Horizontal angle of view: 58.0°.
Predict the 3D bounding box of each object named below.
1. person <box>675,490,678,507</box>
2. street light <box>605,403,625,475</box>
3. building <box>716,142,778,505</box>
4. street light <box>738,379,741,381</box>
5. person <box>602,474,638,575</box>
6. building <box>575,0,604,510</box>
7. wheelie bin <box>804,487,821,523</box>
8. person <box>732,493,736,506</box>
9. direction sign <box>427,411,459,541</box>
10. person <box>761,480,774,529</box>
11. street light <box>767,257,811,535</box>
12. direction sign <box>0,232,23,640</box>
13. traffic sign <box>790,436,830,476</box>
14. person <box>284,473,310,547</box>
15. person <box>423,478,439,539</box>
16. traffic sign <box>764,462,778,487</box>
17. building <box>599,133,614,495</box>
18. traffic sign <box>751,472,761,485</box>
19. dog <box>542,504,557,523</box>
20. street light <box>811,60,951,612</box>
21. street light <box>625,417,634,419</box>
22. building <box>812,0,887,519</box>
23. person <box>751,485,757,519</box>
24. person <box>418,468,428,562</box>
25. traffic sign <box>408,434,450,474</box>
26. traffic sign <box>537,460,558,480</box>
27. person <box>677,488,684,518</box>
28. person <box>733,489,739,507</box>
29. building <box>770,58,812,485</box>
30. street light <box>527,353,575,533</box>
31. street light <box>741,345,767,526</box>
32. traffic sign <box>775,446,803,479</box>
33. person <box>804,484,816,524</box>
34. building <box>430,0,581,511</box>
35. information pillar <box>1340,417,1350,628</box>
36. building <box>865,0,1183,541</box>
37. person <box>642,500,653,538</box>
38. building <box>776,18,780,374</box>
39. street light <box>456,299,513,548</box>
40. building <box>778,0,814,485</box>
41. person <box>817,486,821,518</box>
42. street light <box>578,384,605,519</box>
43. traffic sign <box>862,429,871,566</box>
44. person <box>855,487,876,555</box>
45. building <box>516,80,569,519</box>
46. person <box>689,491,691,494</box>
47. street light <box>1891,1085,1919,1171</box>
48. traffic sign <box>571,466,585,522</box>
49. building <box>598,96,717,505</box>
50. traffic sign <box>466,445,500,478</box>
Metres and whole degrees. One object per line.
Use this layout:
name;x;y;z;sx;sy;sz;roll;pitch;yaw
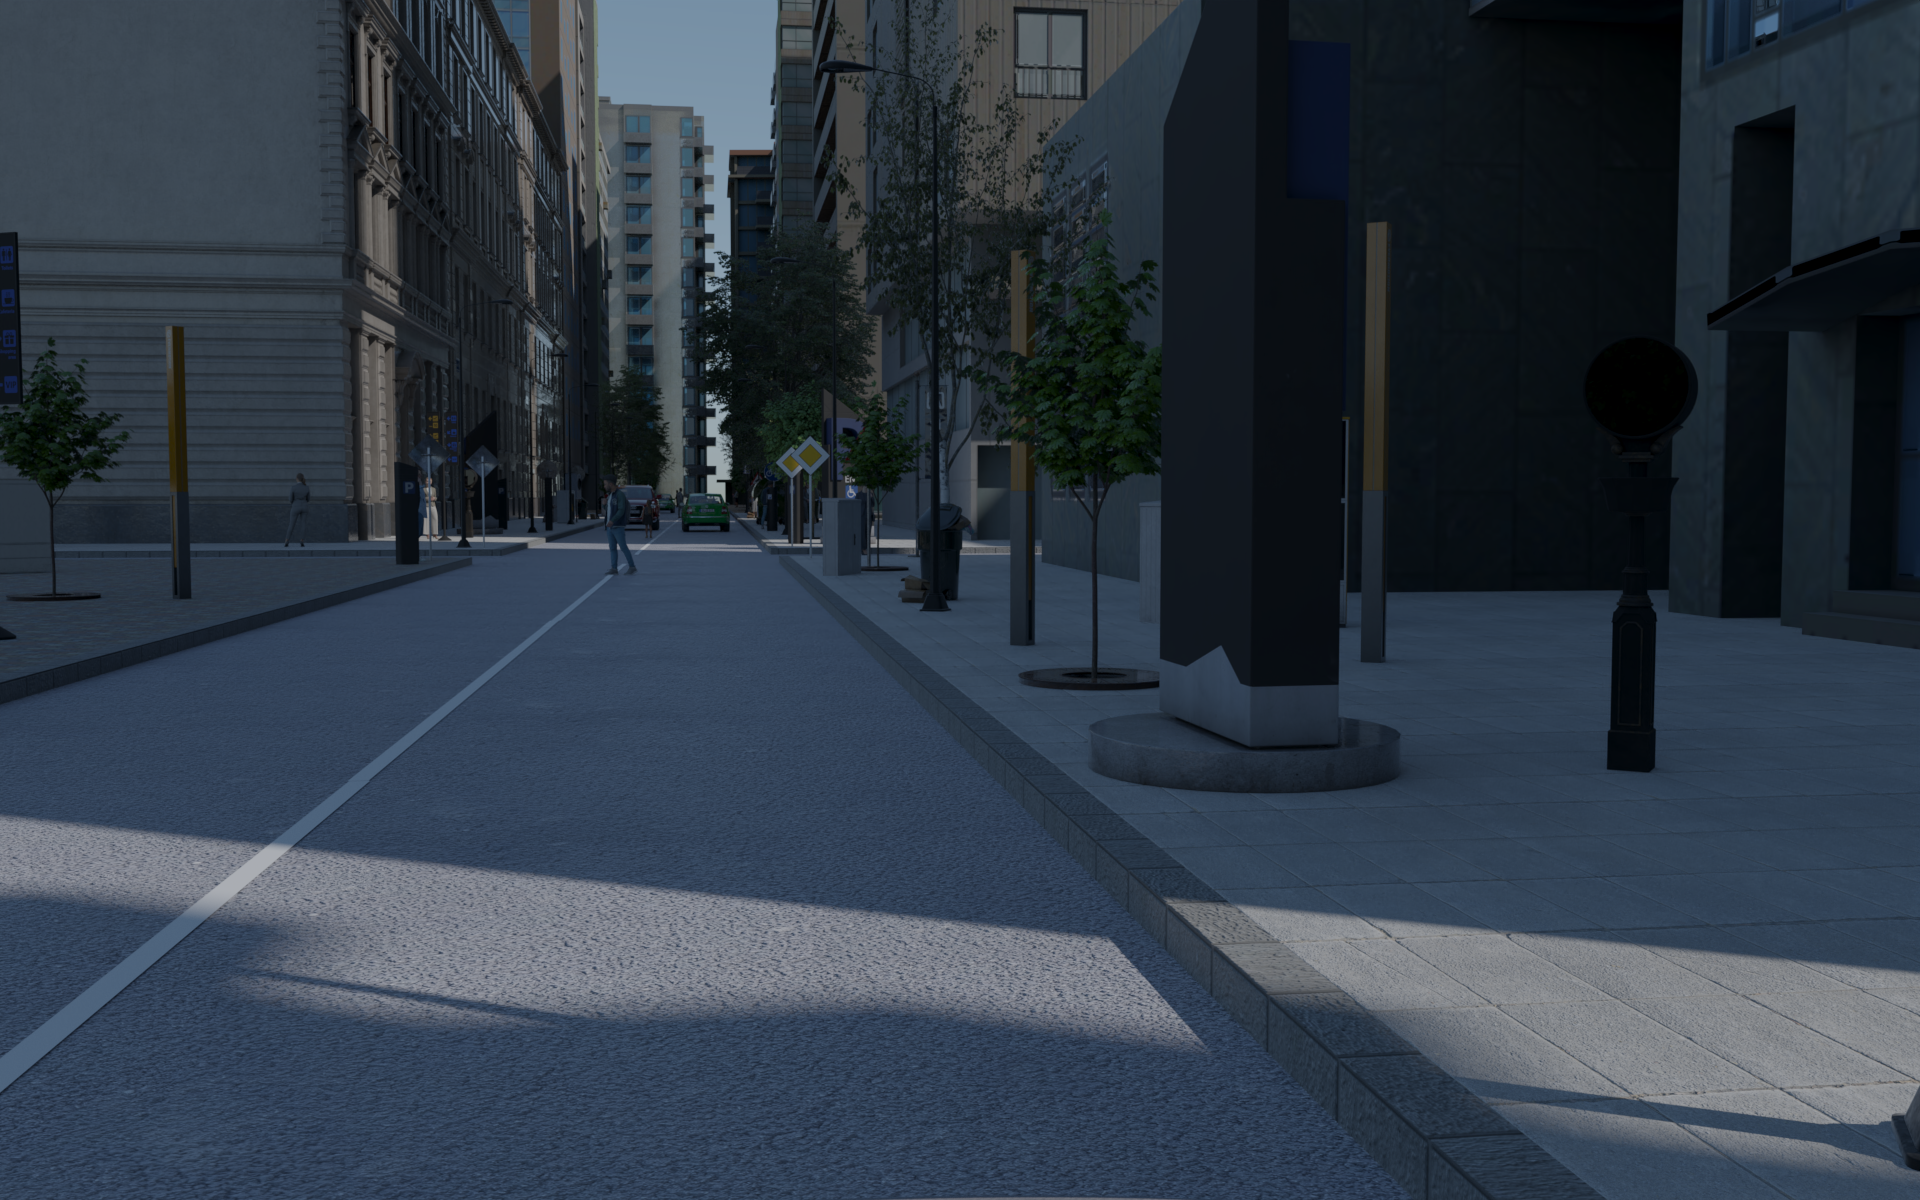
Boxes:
person;-30.294;-10.839;185.349;0.705;1.869;1.348;0;4;1
street light;-18.111;-7.113;88.844;1.470;5.913;1.316;-1;4;-8
building;-15.804;-34.267;214.897;28.867;44.769;22.147;-1;4;-8
street light;-8.227;-5.950;69.831;1.470;5.913;1.316;-1;4;-8
person;-6.083;-1.331;30.609;0.623;1.781;0.721;3;5;42
building;-35.545;-27.600;134.849;14.154;41.232;14.086;-1;4;-8
wheelie bin;-6.693;-4.222;76.936;0.980;1.594;0.693;-2;4;-29
person;-25.104;-11.240;193.048;0.421;1.427;0.697;2;4;31
direction sign;-14.178;-3.397;47.545;0.876;3.537;0.379;1;4;10
person;-6.990;-3.479;63.272;0.623;1.781;0.721;0;4;4
street light;-3.018;-3.771;34.193;1.470;5.913;1.316;-1;4;-8
direction sign;-8.552;-1.419;15.195;0.876;3.537;0.379;1;4;20
traffic sign;-2.963;-1.981;34.578;0.795;2.593;0.064;-1;4;-8
person;-16.106;-2.187;42.080;0.573;1.790;0.520;3;4;38
person;-15.066;-2.605;49.185;0.519;1.759;0.362;-3;4;-39
traffic sign;-7.435;-4.224;69.162;0.768;2.556;0.104;0;4;-7
building;-46.599;-29.243;169.999;23.993;40.220;32.217;-1;4;-8
traffic sign;-11.512;-6.051;98.935;0.884;2.594;0.081;0;4;-4
dog;-18.598;-3.893;78.027;0.800;0.831;0.513;2;4;35
street light;-0.808;-2.828;18.787;1.470;5.913;1.316;-1;4;-8
street light;-20.332;-8.056;104.249;1.470;5.913;1.316;-1;4;-8
building;2.787;-29.114;99.711;21.300;48.544;21.600;-1;4;-8
person;-10.560;-5.095;89.914;0.480;1.755;0.524;1;4;12
person;-10.361;-1.629;32.936;0.793;1.790;0.793;-3;5;-44
traffic sign;-10.285;-1.918;33.547;0.795;2.593;0.064;-1;4;-8
traffic sign;-15.621;-4.004;65.569;0.768;2.556;0.104;0;4;-7
person;-16.673;-5.794;103.333;0.391;1.810;0.635;-3;5;-45
person;-21.548;-9.766;166.507;0.721;1.735;1.217;1;4;12
building;-7.724;-34.015;175.746;23.786;49.044;30.456;-1;4;-8
street light;-13.614;-5.178;57.202;1.470;5.913;1.316;-1;4;-8
street light;-5.981;-4.992;54.161;1.470;5.913;1.316;-1;4;-8
traffic sign;-4.103;-2.464;42.481;0.795;2.593;0.064;-1;4;-8
person;-6.507;-4.185;74.739;0.520;1.790;0.573;-2;4;-27
building;-34.225;-28.779;120.652;14.600;45.320;14.200;-1;4;-8
information pillar;3.546;-0.744;16.662;0.304;2.012;0.304;0;4;-4
building;10.847;-28.721;58.834;27.495;52.752;28.713;-1;4;-8
person;-10.177;-2.645;56.414;0.362;1.253;0.373;-1;4;-18
building;-8.926;-30.740;152.704;14.600;45.320;14.200;-1;4;-8
street light;-11.348;-4.210;41.380;1.470;5.913;1.316;-1;4;-8
building;-7.363;-27.841;138.791;14.154;41.232;14.086;-1;4;-8
person;-6.805;-4.582;81.515;0.519;1.759;0.362;-2;4;-32
street light;-15.886;-6.143;72.982;1.470;5.913;1.316;-1;4;-8
traffic sign;-1.595;-1.853;30.293;0.884;2.594;0.081;0;4;-5
person;-2.268;-1.930;40.475;0.534;1.772;0.576;3;5;42
building;-29.837;-18.526;100.163;12.463;27.353;25.104;-1;4;-8
person;-29.858;-11.191;192.208;0.721;1.736;1.217;0;4;7
street light;1.444;-1.870;3.111;1.470;5.913;1.316;-1;4;-8
traffic sign;-17.367;-4.789;78.406;0.768;2.556;0.104;0;4;-7
building;-45.231;-36.172;211.019;30.456;49.044;23.786;-1;4;-8
traffic sign;-11.425;-2.401;41.450;0.795;2.593;0.064;-1;4;-8
